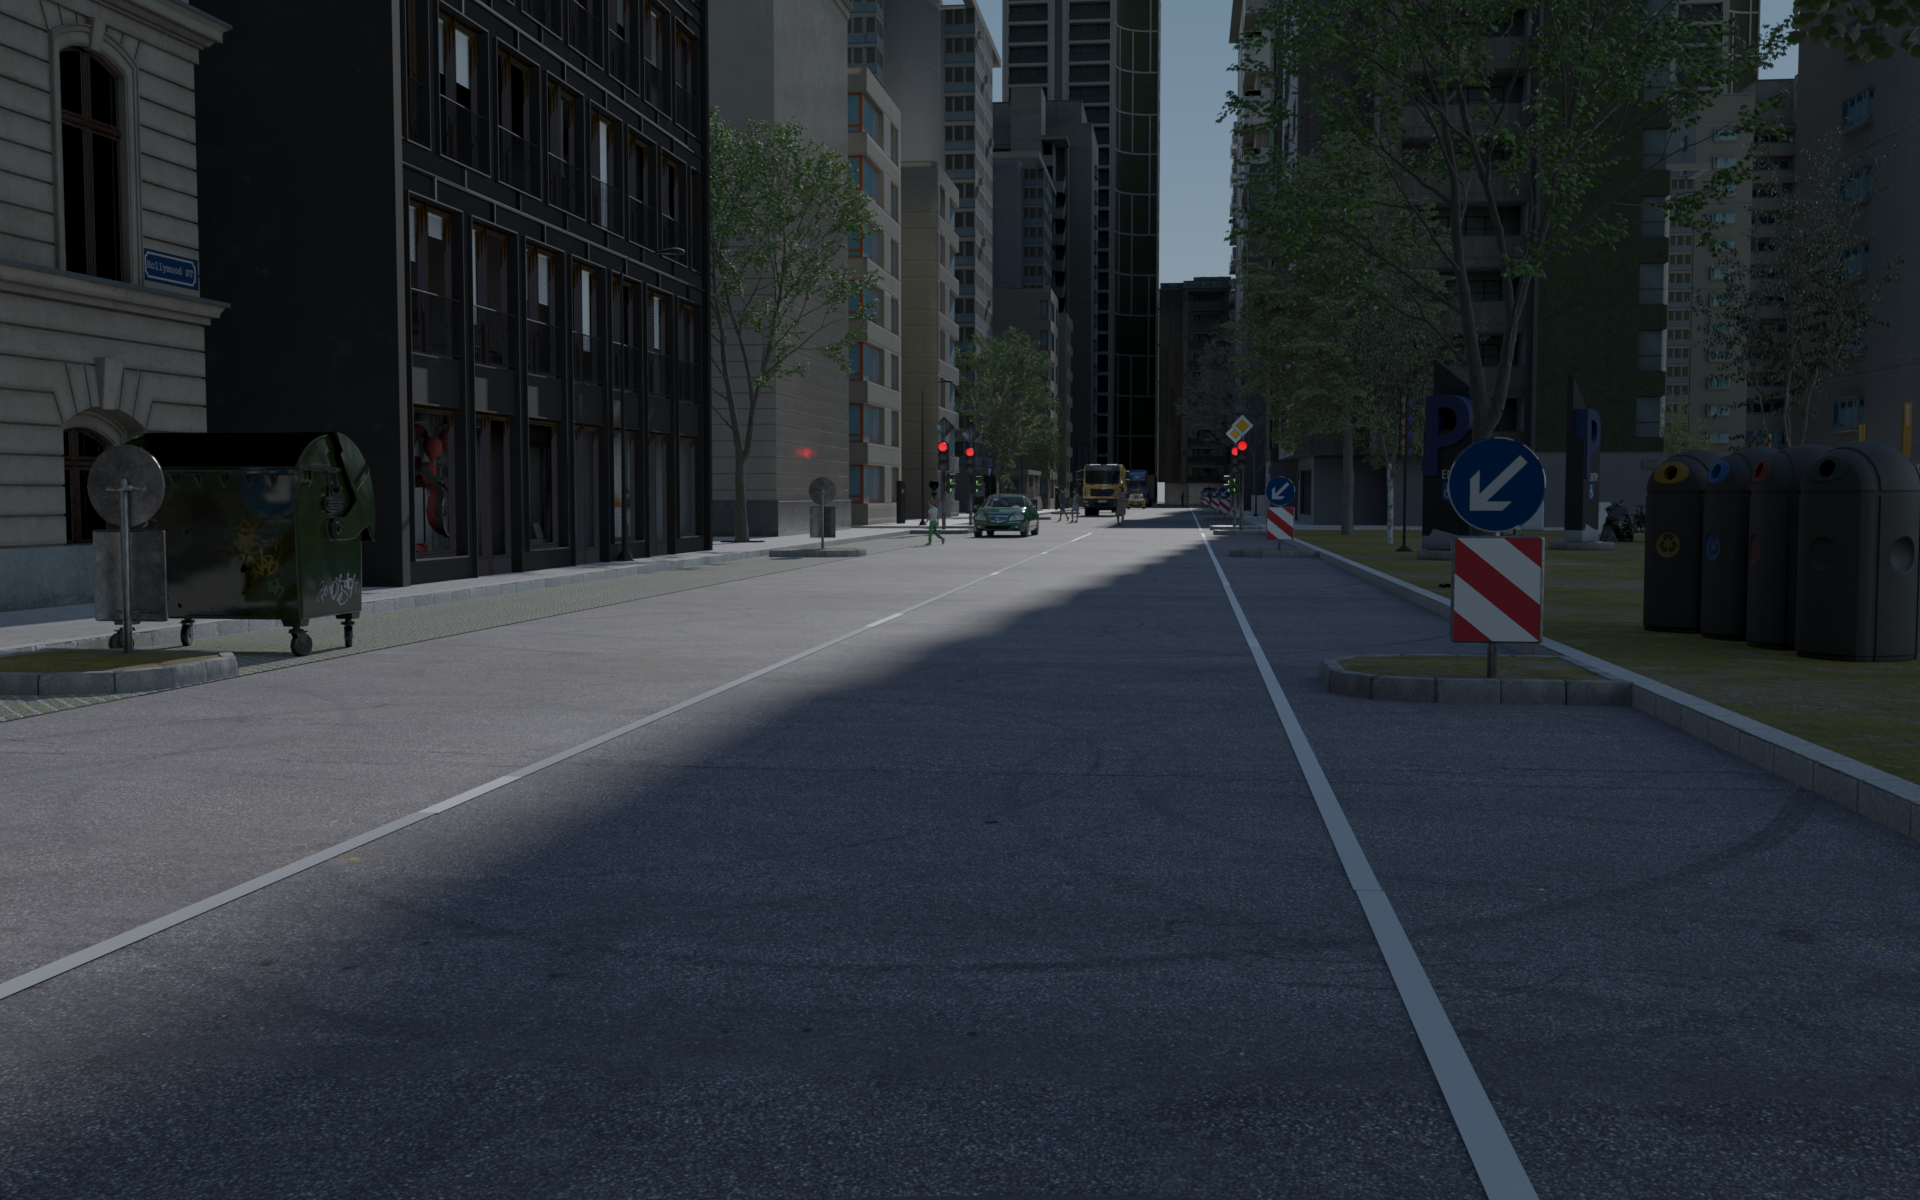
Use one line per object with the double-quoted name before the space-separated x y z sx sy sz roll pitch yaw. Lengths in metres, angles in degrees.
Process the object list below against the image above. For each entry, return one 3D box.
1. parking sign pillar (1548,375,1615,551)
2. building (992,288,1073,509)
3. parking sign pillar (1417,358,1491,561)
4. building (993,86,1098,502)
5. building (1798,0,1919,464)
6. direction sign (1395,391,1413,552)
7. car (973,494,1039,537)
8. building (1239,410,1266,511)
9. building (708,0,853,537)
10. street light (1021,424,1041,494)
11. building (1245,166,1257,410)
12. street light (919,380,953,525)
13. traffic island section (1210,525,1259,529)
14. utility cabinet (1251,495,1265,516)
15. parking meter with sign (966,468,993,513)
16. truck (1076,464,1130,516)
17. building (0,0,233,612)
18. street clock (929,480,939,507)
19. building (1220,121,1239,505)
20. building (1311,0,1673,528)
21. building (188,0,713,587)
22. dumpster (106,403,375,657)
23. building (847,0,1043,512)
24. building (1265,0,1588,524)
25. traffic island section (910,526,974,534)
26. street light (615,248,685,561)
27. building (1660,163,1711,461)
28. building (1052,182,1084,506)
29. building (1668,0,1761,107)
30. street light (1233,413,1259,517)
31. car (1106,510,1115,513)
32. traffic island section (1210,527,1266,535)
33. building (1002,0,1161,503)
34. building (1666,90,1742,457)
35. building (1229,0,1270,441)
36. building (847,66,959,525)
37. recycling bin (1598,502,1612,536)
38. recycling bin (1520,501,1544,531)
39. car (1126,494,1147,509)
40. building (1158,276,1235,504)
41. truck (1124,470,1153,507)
"parking sign pillar" 14.359 -3.146 39.914 1.447 3.967 1.447 3 4 35
"building" -4.237 -19.367 161.689 27.650 21.520 28.899 0 4 7
"parking sign pillar" 9.713 -2.778 33.899 1.447 3.967 1.447 -2 4 -35
"building" 5.709 -35.931 211.168 21.600 48.544 21.300 0 4 7
"building" 46.712 -27.313 70.266 21.600 48.544 21.300 0 4 7
"direction sign" 9.927 -2.851 38.609 0.379 3.537 0.876 2 4 31
"car" 1.611 -2.897 59.164 2.131 1.459 4.920 1 4 9
"building" 32.312 -49.668 124.740 22.319 86.520 31.000 0 4 7
"building" -16.707 -15.962 58.245 25.104 27.353 12.463 0 4 7
"street light" 4.626 -8.676 114.401 1.470 5.913 1.316 0 4 7
"building" 32.329 -23.335 153.227 14.160 30.474 14.107 0 4 7
"street light" -0.989 -6.001 70.658 1.470 5.913 1.316 0 4 7
"traffic island section" 11.023 -2.879 69.348 2.009 0.180 2.903 0 4 7
"utility cabinet" 17.518 -5.512 101.279 0.306 1.237 1.020 -3 5 -40
"parking meter with sign" 1.253 -7.267 115.083 1.738 3.016 0.543 -1 4 -21
"truck" 9.663 -7.300 115.281 3.469 3.379 9.791 0 4 7
"building" -17.137 -11.437 6.079 14.460 24.649 34.723 0 4 7
"street clock" -1.314 -5.058 87.276 0.471 2.002 0.358 -1 4 -23
"building" 42.710 -35.603 201.716 23.786 49.044 30.456 0 4 7
"building" 20.943 -18.436 73.133 14.107 30.474 14.160 0 4 7
"building" -12.742 -12.357 31.712 12.332 23.373 15.834 0 4 7
"dumpster" -6.528 -0.656 15.672 1.985 2.255 1.502 0 4 8
"building" -10.458 -26.690 128.257 32.217 40.220 23.993 0 4 7
"building" 22.782 -19.375 88.489 14.160 30.474 14.107 0 4 7
"traffic island section" -0.605 -2.478 62.801 2.009 0.180 2.903 0 4 7
"street light" -5.883 -3.692 32.900 1.470 5.913 1.316 0 4 7
"building" 68.558 -30.954 197.980 23.993 40.220 32.217 0 4 7
"building" -2.802 -30.316 187.549 32.217 40.220 23.993 0 4 7
"building" 93.157 -48.289 227.771 20.611 71.187 20.563 0 4 7
"street light" 16.349 -7.717 98.710 1.470 5.913 1.316 0 4 7
"car" 10.990 -7.391 132.643 2.131 1.459 4.920 0 4 7
"traffic island section" 9.997 -2.394 61.428 2.009 0.180 2.903 0 4 7
"building" 16.808 -48.839 236.765 20.611 71.187 20.563 0 4 7
"building" 92.493 -35.237 199.825 21.600 48.544 21.300 0 4 7
"building" 41.387 -35.662 172.314 28.713 52.752 27.495 0 4 7
"building" -15.628 -14.760 86.368 27.650 21.520 28.899 0 4 7
"recycling bin" 19.756 -2.527 53.871 0.722 1.027 0.722 -2 4 -24
"recycling bin" 20.006 -2.936 60.558 0.722 1.027 0.722 1 4 14
"car" 16.772 -9.455 164.816 2.015 1.641 3.980 0 4 8
"building" 33.697 -28.230 233.259 14.107 30.474 14.160 0 4 7
"truck" 20.507 -12.749 198.211 2.967 4.110 18.799 1 4 9
